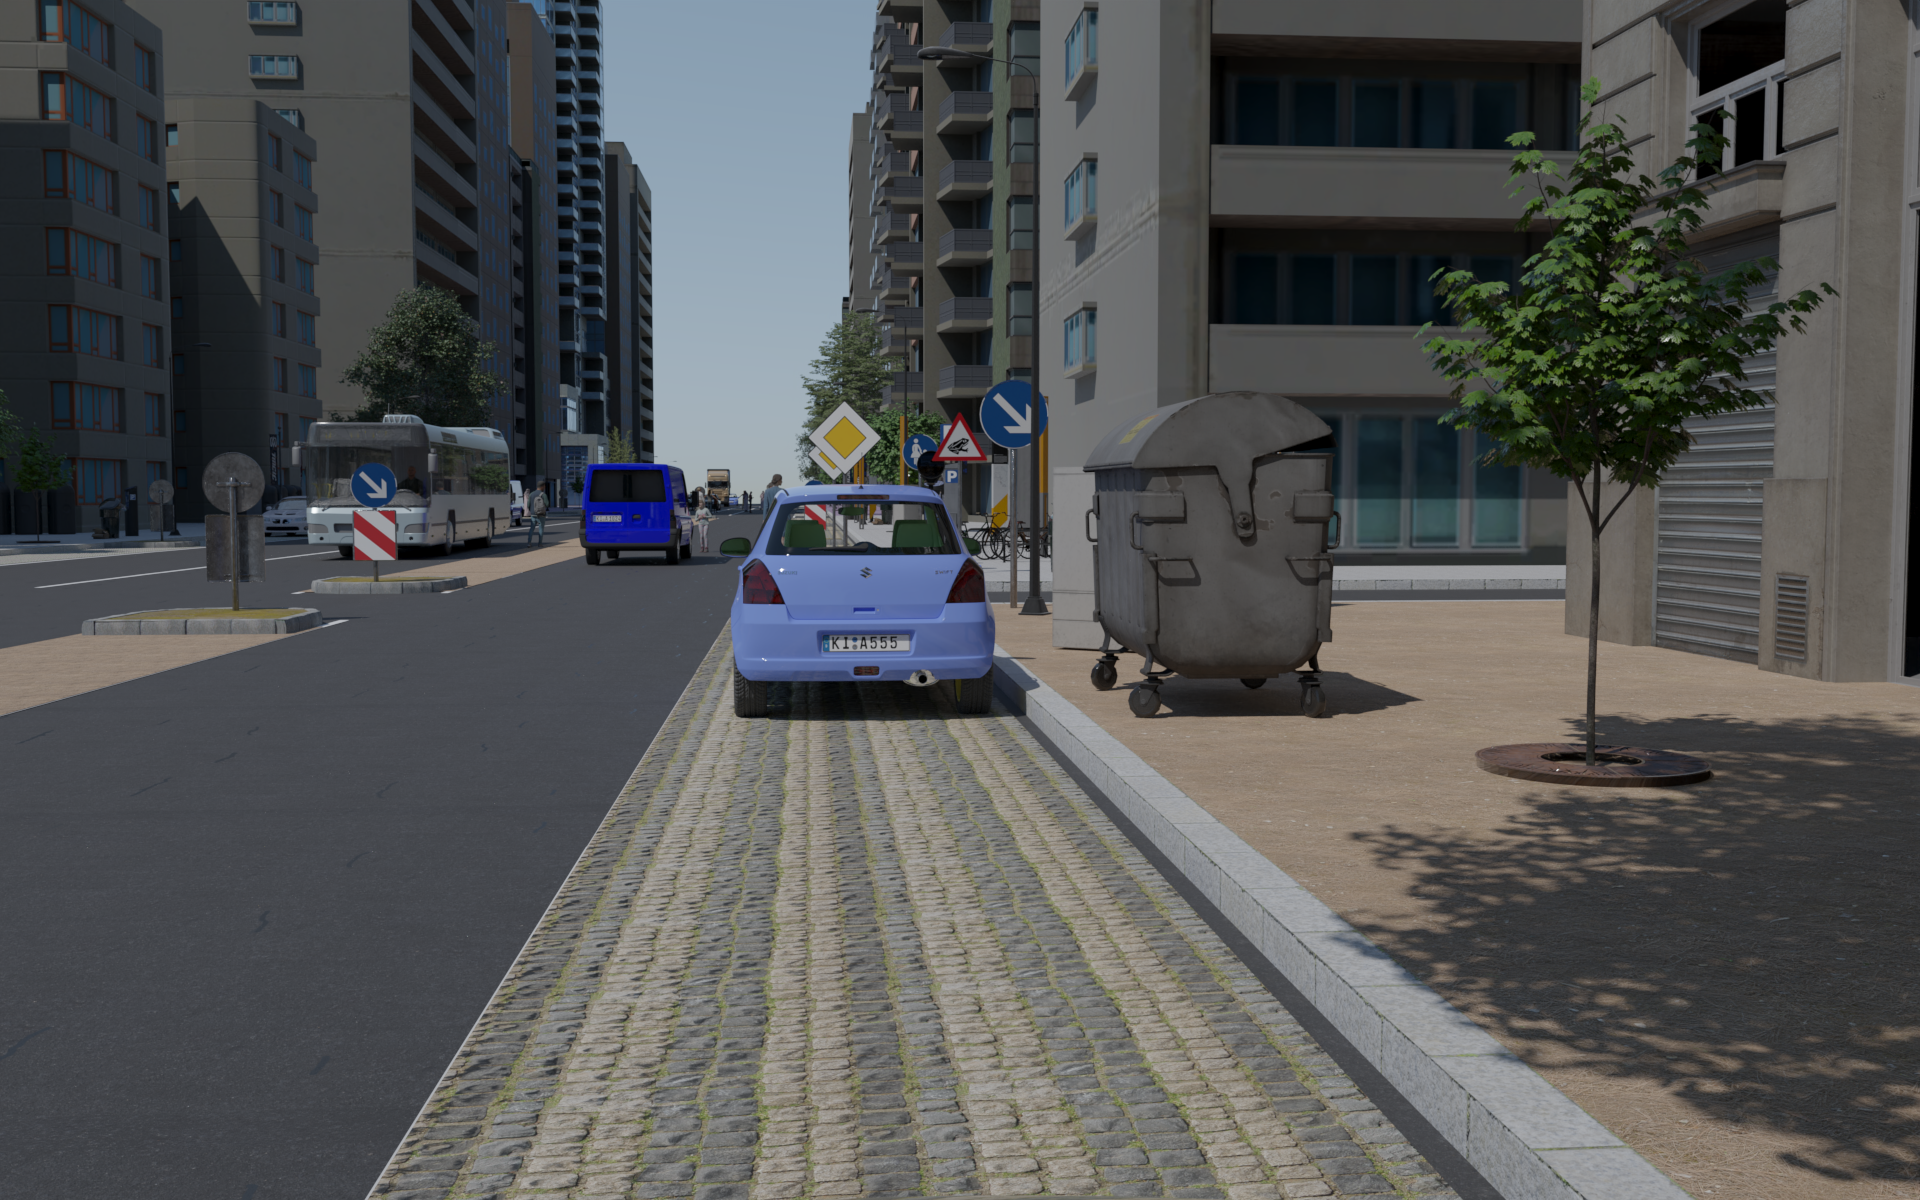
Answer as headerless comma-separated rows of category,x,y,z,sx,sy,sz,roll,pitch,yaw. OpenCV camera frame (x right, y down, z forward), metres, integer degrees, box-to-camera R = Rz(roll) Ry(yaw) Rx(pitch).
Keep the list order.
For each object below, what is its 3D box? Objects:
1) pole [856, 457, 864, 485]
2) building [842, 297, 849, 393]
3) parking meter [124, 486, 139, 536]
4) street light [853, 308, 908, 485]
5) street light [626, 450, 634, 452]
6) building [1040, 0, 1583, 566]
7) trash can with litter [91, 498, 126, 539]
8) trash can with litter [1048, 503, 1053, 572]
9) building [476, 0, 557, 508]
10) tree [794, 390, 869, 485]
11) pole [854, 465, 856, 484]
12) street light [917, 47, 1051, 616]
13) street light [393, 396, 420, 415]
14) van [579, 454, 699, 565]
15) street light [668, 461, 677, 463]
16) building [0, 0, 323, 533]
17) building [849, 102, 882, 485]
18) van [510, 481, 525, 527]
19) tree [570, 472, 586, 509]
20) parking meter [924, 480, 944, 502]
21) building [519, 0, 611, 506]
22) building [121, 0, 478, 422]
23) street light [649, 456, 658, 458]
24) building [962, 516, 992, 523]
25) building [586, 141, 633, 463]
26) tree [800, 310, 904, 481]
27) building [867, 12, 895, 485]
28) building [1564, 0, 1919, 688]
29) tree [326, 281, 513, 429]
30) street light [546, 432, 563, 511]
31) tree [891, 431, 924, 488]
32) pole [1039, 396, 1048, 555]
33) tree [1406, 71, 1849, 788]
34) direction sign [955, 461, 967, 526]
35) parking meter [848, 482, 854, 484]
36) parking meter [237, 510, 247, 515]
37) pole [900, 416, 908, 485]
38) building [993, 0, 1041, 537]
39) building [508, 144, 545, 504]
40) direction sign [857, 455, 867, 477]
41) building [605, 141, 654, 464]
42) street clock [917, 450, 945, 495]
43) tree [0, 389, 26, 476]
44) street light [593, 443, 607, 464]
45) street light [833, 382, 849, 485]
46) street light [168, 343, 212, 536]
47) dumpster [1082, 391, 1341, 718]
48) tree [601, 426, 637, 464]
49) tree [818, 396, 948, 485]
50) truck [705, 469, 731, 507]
pole,-3.573,-4.214,62.745,0.158,3.312,0.155,0,3,0
building,-10.265,-29.457,253.329,14.160,30.474,14.107,0,4,-5
parking meter,-25.231,-2.711,52.732,0.372,1.533,0.369,0,3,0
street light,-1.904,-4.336,43.434,1.470,5.913,1.316,0,4,-5
street light,-35.194,-12.927,183.903,1.470,5.913,1.316,0,4,-5
building,12.867,-25.432,39.513,21.600,48.544,21.300,0,4,-5
trash can with litter,-24.419,-2.340,49.643,0.624,1.170,1.055,0,4,-1
trash can with litter,1.947,-1.027,28.177,1.055,1.170,0.624,0,4,6
building,-44.222,-30.945,156.065,14.600,45.320,14.200,0,4,-5
tree,-13.640,-16.756,190.964,9.611,12.733,9.660,0,3,0
pole,-4.620,-5.072,76.774,0.158,3.312,0.155,0,3,0
street light,0.255,-2.793,18.210,1.470,5.913,1.316,0,4,-5
street light,-26.184,-6.688,81.896,1.470,5.913,1.316,0,4,-5
van,-6.779,-1.982,36.787,2.240,2.365,5.245,0,4,-5
street light,-40.286,-16.500,242.309,1.470,5.913,1.316,0,4,-5
building,-43.965,-13.733,69.568,27.650,21.520,28.899,0,4,-5
building,-2.615,-35.952,211.516,21.300,48.544,21.600,0,4,-5
van,-20.496,-4.399,76.301,2.240,2.365,5.245,0,4,-7
tree,-33.237,-9.542,150.617,1.663,3.219,1.824,0,3,0
parking meter,-0.469,-1.401,31.325,0.372,1.533,0.369,0,3,0
building,-51.448,-54.168,198.311,22.319,86.520,31.000,0,4,-5
building,-43.016,-29.659,108.628,21.300,48.544,21.600,0,4,-5
street light,-37.755,-14.682,212.595,1.470,5.913,1.316,0,4,-5
building,7.201,-26.498,87.864,22.147,44.769,28.867,0,4,-5
building,-49.907,-34.999,222.348,14.600,45.320,14.200,0,4,-5
tree,-6.443,-11.582,107.487,7.486,12.596,7.792,0,3,0
building,3.083,-33.053,160.022,23.786,49.044,30.456,0,4,-5
building,14.021,-10.298,1.659,16.112,22.955,30.059,0,4,-5
tree,-28.769,-10.782,93.292,9.611,12.733,9.660,0,3,0
street light,-30.366,-9.607,129.621,1.470,5.913,1.316,0,4,-5
tree,-1.598,-3.614,53.686,1.663,3.219,1.824,0,3,0
pole,1.734,-2.585,36.106,0.158,3.312,0.155,0,3,0
tree,2.926,-0.826,8.112,1.663,3.219,1.824,0,3,0
direction sign,0.041,-4.767,69.944,0.379,3.537,0.876,2,4,34
parking meter,-5.390,-4.896,85.754,0.255,1.863,0.399,-2,4,-28
parking meter,-28.388,-3.834,68.404,0.255,1.863,0.399,1,4,10
pole,-1.461,-3.154,45.407,0.158,3.312,0.155,0,3,0
building,7.869,-17.510,57.991,14.160,30.474,14.107,0,4,-5
building,-42.476,-22.668,142.320,14.160,30.474,14.107,0,4,-5
direction sign,-4.577,-5.366,79.728,0.379,3.537,0.876,3,4,36
building,-54.366,-37.730,240.593,21.300,48.544,21.600,0,4,-5
street clock,-0.483,-1.484,28.836,0.471,2.002,0.358,0,4,-2
tree,-23.582,-3.471,40.459,4.285,4.588,4.351,0,3,0
street light,-32.957,-11.365,158.356,1.470,5.913,1.316,0,4,-5
street light,-4.574,-6.094,72.173,1.470,5.913,1.316,0,4,-5
street light,-23.708,-4.943,53.353,1.470,5.913,1.316,0,4,-5
dumpster,1.508,-0.296,10.595,1.264,1.857,1.865,0,4,-5
tree,-36.688,-14.502,187.462,4.737,8.622,4.395,0,3,0
tree,-1.833,-4.562,58.306,4.285,4.588,4.351,0,3,0
truck,-27.179,-12.610,195.083,2.839,4.237,11.283,0,4,-7
